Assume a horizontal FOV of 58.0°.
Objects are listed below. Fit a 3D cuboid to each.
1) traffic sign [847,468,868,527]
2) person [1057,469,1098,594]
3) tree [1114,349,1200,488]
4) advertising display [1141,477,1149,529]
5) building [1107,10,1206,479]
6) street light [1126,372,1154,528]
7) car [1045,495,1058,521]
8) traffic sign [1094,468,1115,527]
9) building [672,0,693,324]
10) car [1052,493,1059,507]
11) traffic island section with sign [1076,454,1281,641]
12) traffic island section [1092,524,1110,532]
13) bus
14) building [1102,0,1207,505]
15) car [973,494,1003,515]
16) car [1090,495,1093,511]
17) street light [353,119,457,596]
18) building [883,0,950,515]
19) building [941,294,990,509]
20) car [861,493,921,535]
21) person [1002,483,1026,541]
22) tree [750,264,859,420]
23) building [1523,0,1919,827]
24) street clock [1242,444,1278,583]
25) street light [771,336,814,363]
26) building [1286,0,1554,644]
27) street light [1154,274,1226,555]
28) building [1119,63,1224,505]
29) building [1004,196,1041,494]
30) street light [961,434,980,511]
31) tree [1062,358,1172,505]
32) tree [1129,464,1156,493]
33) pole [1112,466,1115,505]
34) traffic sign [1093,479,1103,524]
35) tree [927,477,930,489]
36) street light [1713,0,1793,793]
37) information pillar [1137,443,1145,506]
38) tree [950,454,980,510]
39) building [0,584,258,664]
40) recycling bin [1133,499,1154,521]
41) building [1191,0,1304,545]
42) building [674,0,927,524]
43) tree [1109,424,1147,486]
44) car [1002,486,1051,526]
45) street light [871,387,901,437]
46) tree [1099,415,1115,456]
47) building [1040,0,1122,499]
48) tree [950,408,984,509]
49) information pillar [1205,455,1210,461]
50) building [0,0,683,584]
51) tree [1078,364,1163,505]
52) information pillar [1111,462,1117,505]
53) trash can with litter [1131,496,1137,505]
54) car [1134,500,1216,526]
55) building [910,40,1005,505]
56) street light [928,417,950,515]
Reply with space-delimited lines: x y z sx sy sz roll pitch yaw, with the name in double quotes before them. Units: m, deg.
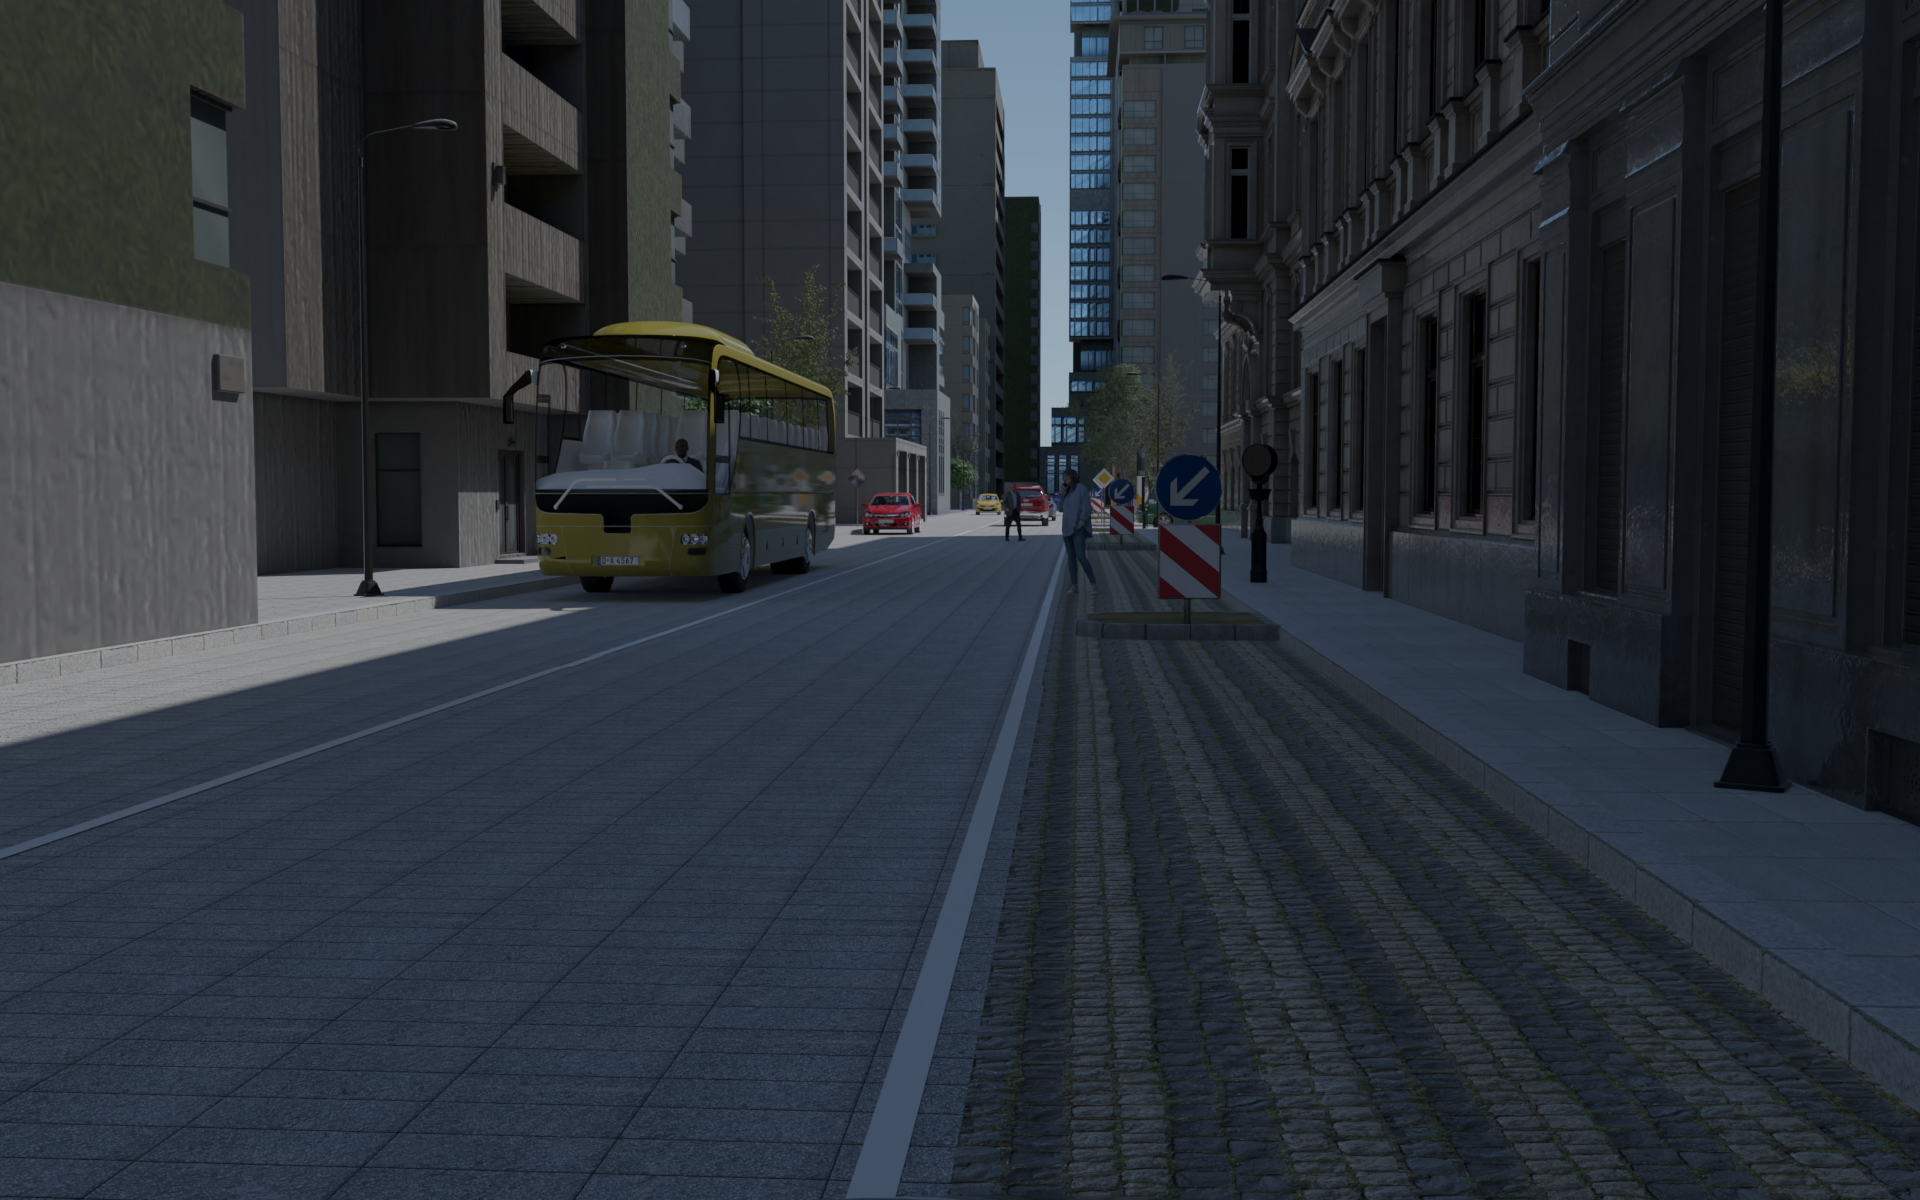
"traffic sign" -3.979 -3.890 67.242 0.795 2.450 0.064 0 4 4
"person" 1.692 -0.978 24.755 0.793 1.790 0.793 1 4 22
"tree" 10.284 -8.476 88.950 4.360 8.622 3.978 0 3 0
"advertising display" 6.877 -3.614 64.304 0.123 1.923 0.974 1 4 16
"building" 30.415 -36.631 188.160 28.713 52.752 27.495 0 4 4
"street light" 7.012 -5.719 66.046 1.470 5.913 1.316 0 4 4
"car" 4.331 -4.997 93.696 2.014 1.417 4.499 0 4 3
"traffic sign" 5.541 -3.848 66.565 0.795 2.450 0.064 0 4 4
"building" -25.196 -26.808 57.921 30.456 49.044 23.786 0 4 4
"car" 9.375 -9.360 162.620 1.945 1.707 3.694 0 4 3
"traffic island section with sign" 2.194 -0.561 17.797 1.989 1.847 2.006 0 4 4
"traffic island section" 5.565 -2.713 66.640 2.009 0.180 2.903 0 4 4
"bus" -4.101 -2.256 28.431 2.896 3.916 12.252 0 4 4
"building" 27.981 -47.336 212.193 20.563 71.187 20.611 0 4 4
"car" 1.956 -6.675 119.359 2.015 1.641 3.980 0 4 3
"car" 9.924 -7.382 132.695 2.014 1.417 4.499 0 4 3
"street light" -6.928 -3.004 21.660 1.470 5.913 1.316 0 4 4
"building" -11.453 -49.396 120.291 22.319 86.520 31.000 0 4 4
"building" -11.697 -19.611 165.674 27.650 21.520 28.899 0 4 4
"car" -2.438 -3.272 62.536 2.155 1.783 4.494 0 4 4
"person" 1.641 -2.659 52.379 0.661 1.777 0.834 -2 4 -35
"tree" -5.342 -6.478 56.275 4.737 8.622 4.395 0 3 0
"building" 8.092 -9.383 2.566 9.793 20.994 18.267 0 4 4
"street clock" 4.325 -1.251 25.026 0.471 2.002 0.358 2 4 35
"street light" -4.990 -4.794 50.926 1.470 5.913 1.316 0 4 4
"building" 10.034 -9.581 21.275 10.561 19.102 19.286 0 4 4
"street light" 4.945 -3.926 36.732 1.470 5.913 1.316 0 4 4
"building" 22.587 -29.643 168.251 14.154 41.232 14.086 0 4 4
"building" 4.198 -34.049 240.295 14.086 41.232 14.154 0 4 4
"street light" 0.814 -9.889 134.218 1.470 5.913 1.316 0 4 4
"tree" 11.154 -11.290 119.006 7.601 10.594 8.767 2 4 33
"tree" 11.835 -7.067 110.150 1.663 3.219 1.824 0 3 0
"pole" 11.159 -8.072 125.821 0.158 3.312 0.155 0 3 0
"traffic sign" 6.093 -4.336 74.531 0.795 2.450 0.064 0 4 4
"tree" -2.501 -6.477 100.501 1.663 3.219 1.824 0 3 0
"street light" 2.943 -2.136 7.471 1.470 5.913 1.316 0 4 4
"information pillar" 8.367 -5.420 79.964 0.504 3.616 0.183 -3 5 -41
"tree" -0.057 -9.651 141.506 4.285 4.588 4.351 0 3 0
"building" -14.439 -14.569 9.910 14.160 30.474 14.107 0 4 4
"recycling bin" 8.624 -4.213 81.443 0.722 1.027 0.722 -3 5 -39
"building" 13.882 -14.016 48.241 14.460 24.649 34.723 0 4 4
"building" -12.219 -39.477 83.708 20.563 71.187 20.611 0 4 4
"tree" 15.265 -12.759 158.969 4.737 8.622 4.395 0 3 0
"car" 3.024 -4.299 78.954 2.281 1.827 5.304 0 4 2
"street light" -3.261 -6.267 75.015 1.470 5.913 1.316 0 4 4
"tree" 13.243 -11.500 138.394 4.360 8.622 3.978 0 3 0
"building" 26.973 -56.809 241.492 31.000 86.520 22.319 0 4 4
"tree" 0.075 -12.029 147.030 4.360 8.622 3.978 0 3 0
"information pillar" 14.860 -6.892 104.039 0.183 3.616 0.504 -2 4 -25
"building" -13.768 -15.942 32.353 14.160 30.474 14.107 0 4 4
"tree" 14.019 -14.233 150.833 7.486 12.596 7.792 0 3 0
"information pillar" 11.399 -8.381 128.389 0.504 3.616 0.183 -2 4 -35
"trash can with litter" 10.419 -5.498 101.282 0.624 1.170 1.055 -1 4 -18
"car" 9.518 -3.557 69.948 4.920 1.459 2.131 0 4 2
"building" -6.235 -34.646 190.166 21.300 48.544 21.600 0 4 4
"street light" -1.274 -8.080 104.649 1.470 5.913 1.316 0 4 4
